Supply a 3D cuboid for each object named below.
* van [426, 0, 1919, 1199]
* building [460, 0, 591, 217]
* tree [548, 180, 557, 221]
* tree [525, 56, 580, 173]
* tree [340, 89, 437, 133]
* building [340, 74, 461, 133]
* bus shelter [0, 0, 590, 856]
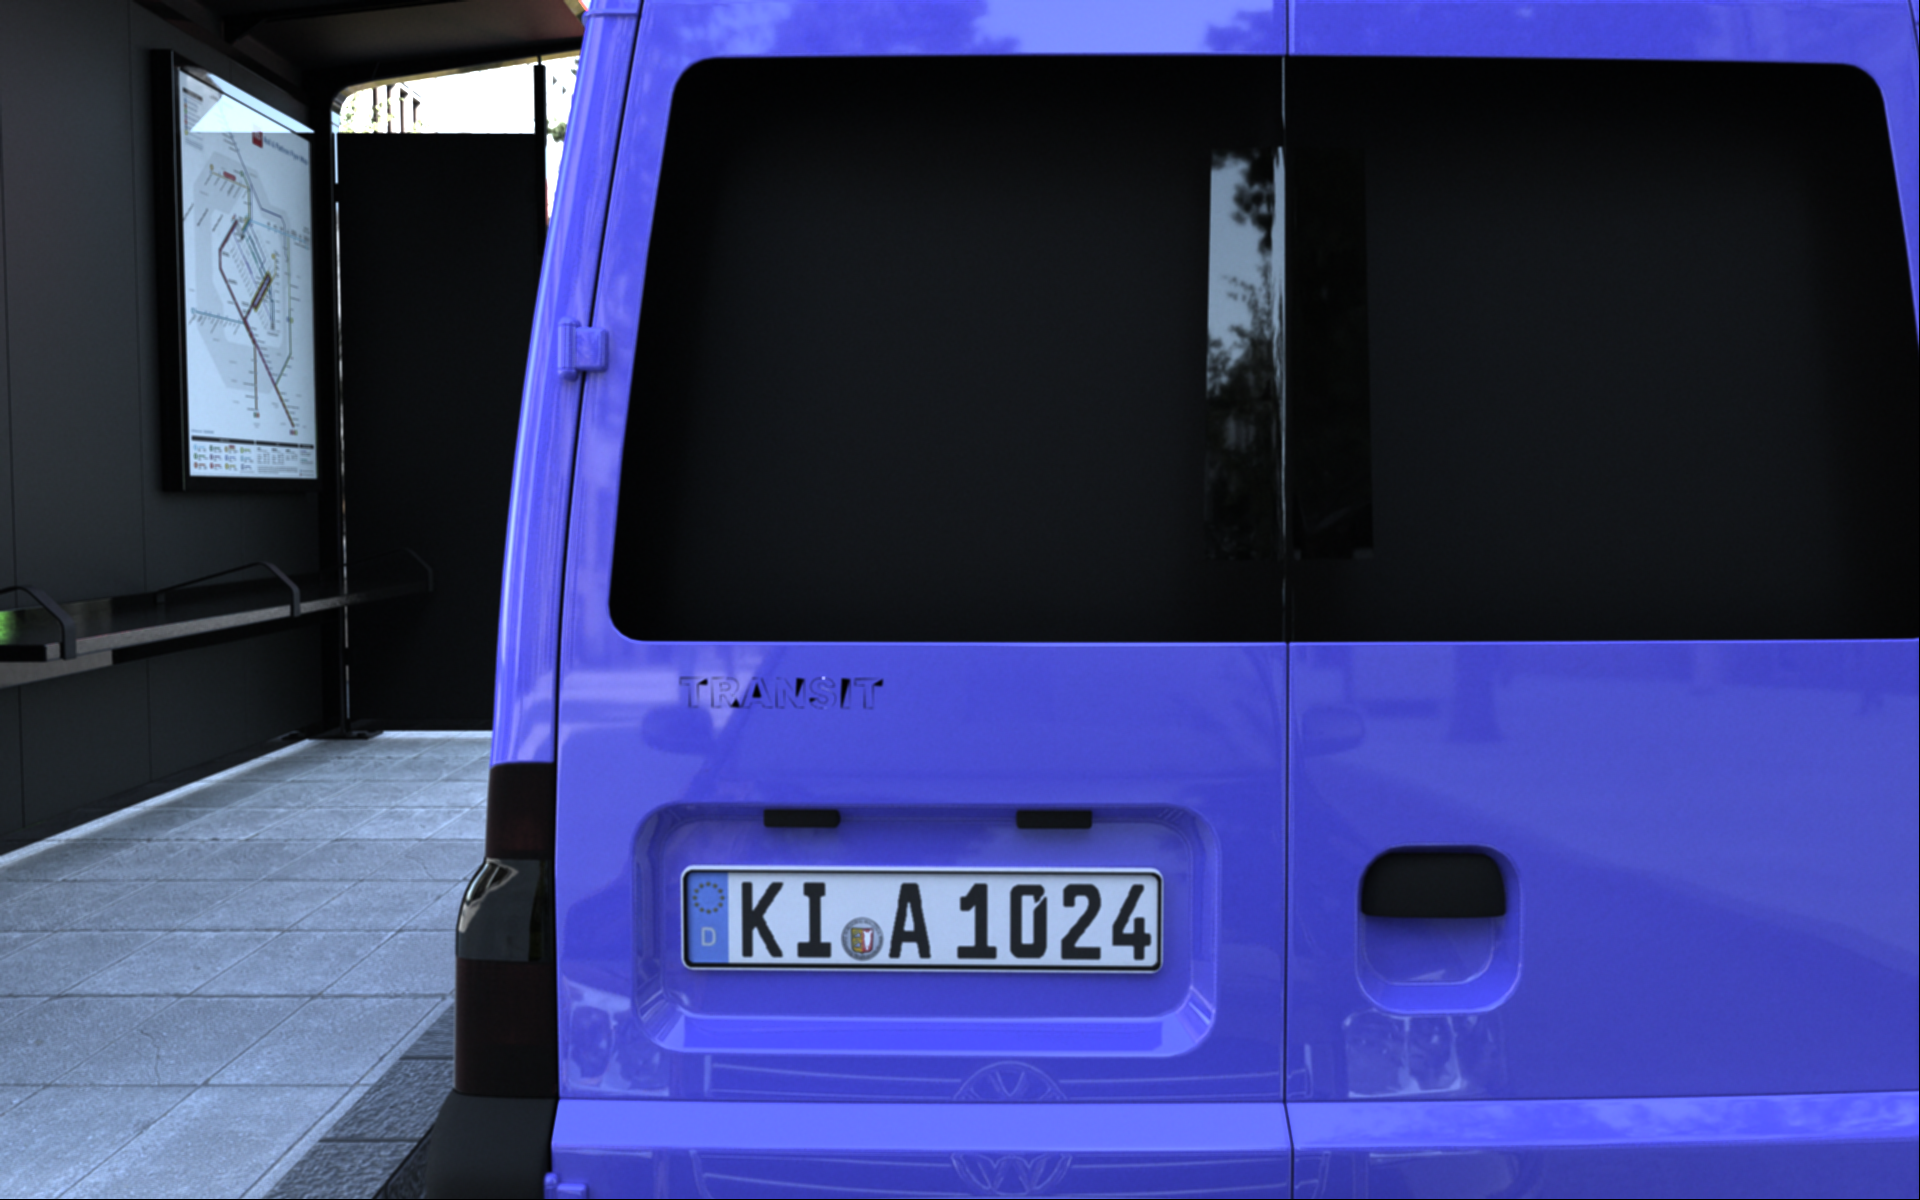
[{"bbox_3d":[0.311,-0.005,4.468,2.240,2.365,5.245,0,4,-1],"label":"van"},{"bbox_3d":[-19.123,-17.460,62.967,11.434,29.767,29.804,0,4,0],"label":"building"},{"bbox_3d":[-8.741,-5.351,37.844,4.360,8.622,3.978,0,3,0],"label":"tree"},{"bbox_3d":[-2.877,-7.346,27.532,7.806,13.903,7.818,0,3,0],"label":"tree"},{"bbox_3d":[-10.803,-4.966,31.563,4.737,8.622,4.395,0,3,0],"label":"tree"},{"bbox_3d":[-19.837,-13.466,38.197,12.078,24.808,19.932,0,4,0],"label":"building"},{"bbox_3d":[-2.613,-0.901,6.014,1.731,3.624,6.357,0,4,0],"label":"bus shelter"}]
